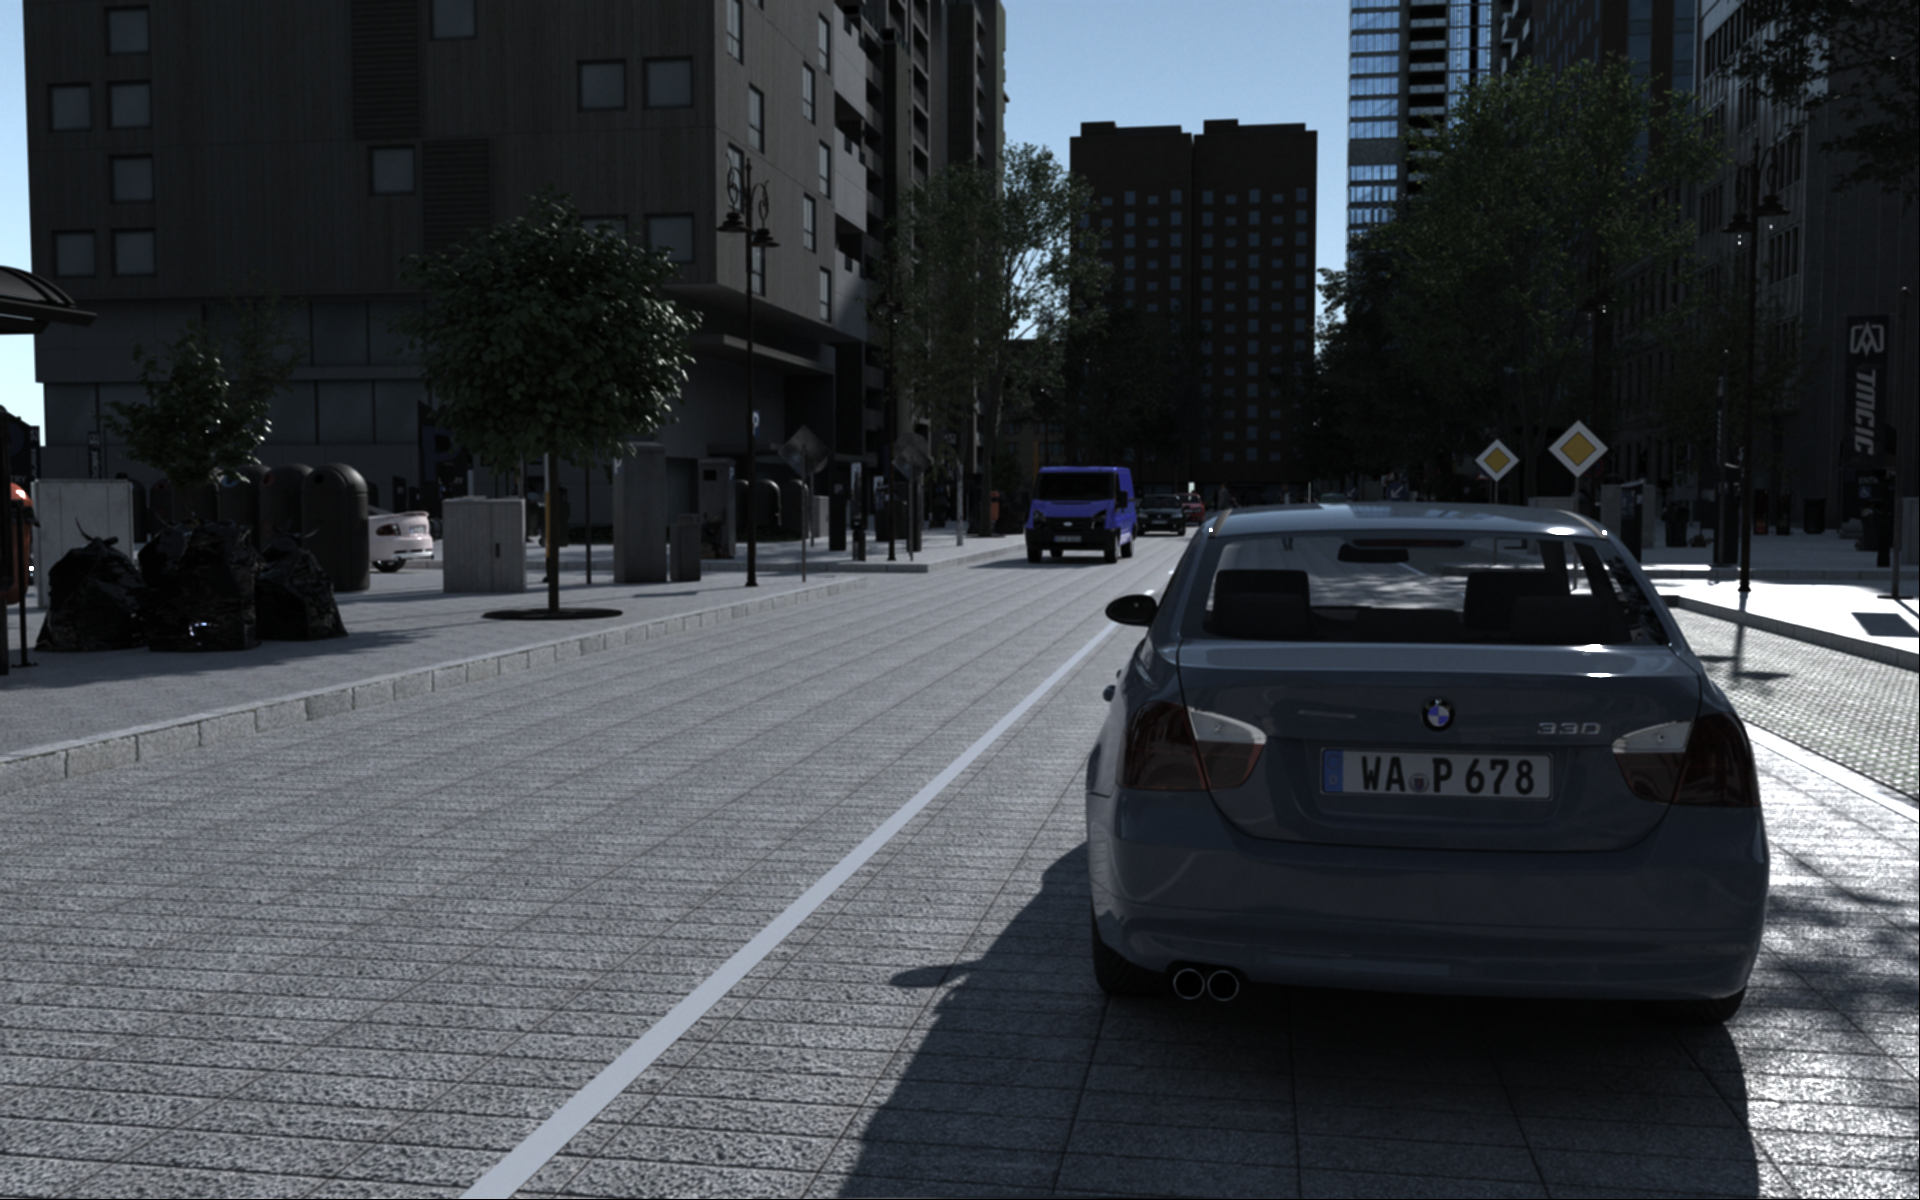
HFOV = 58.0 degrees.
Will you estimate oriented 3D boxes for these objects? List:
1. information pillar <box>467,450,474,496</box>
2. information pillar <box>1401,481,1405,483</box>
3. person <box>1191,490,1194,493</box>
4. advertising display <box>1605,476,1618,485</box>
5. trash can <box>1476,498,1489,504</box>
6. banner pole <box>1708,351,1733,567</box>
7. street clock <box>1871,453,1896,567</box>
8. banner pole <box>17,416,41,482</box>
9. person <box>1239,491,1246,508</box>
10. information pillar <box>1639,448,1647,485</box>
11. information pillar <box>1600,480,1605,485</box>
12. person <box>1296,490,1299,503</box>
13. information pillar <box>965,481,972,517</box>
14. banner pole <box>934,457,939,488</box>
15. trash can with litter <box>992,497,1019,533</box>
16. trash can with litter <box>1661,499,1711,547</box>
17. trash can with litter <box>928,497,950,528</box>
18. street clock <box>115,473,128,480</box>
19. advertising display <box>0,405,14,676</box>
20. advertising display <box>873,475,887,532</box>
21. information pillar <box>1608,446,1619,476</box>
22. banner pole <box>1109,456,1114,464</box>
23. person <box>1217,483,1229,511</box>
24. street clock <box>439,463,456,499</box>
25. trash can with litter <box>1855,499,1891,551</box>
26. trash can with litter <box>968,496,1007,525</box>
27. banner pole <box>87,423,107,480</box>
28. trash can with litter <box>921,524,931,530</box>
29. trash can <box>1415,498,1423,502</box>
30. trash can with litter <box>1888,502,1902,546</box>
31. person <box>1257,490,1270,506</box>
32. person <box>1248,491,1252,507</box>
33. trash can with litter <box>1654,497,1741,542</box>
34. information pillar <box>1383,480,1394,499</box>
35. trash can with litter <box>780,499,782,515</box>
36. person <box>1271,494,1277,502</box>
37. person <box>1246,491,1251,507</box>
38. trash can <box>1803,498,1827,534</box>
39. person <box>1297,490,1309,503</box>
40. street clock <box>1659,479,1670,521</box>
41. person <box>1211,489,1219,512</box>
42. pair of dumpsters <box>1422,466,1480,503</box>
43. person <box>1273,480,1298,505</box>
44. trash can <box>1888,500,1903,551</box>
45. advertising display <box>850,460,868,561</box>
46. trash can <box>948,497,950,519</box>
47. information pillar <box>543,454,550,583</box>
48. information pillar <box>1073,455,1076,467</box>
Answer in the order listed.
[{"bbox_3d":[-16.764,-4.128,58.847,0.504,3.616,0.183,0,4,4],"label":"information pillar"},{"bbox_3d":[24.539,-5.626,96.471,0.304,2.012,0.304,3,5,44],"label":"information pillar"},{"bbox_3d":[18.201,-7.677,134.708,0.721,1.739,1.217,1,4,18],"label":"person"},{"bbox_3d":[23.376,-3.485,62.192,0.123,1.923,0.974,3,5,40],"label":"advertising display"},{"bbox_3d":[19.292,-3.210,64.139,0.748,1.137,0.748,0,3,0],"label":"trash can"},{"bbox_3d":[13.439,-2.483,30.609,0.401,3.779,0.863,1,4,12],"label":"banner pole"},{"bbox_3d":[16.262,-1.582,30.437,0.471,2.002,0.358,2,4,34],"label":"street clock"},{"bbox_3d":[-30.052,-4.027,55.861,0.863,3.779,0.401,0,4,-5],"label":"banner pole"},{"bbox_3d":[24.128,-8.485,148.050,0.721,1.723,1.217,-1,4,-16],"label":"person"},{"bbox_3d":[34.969,-5.953,88.682,0.183,3.616,0.504,-1,4,-18],"label":"information pillar"},{"bbox_3d":[33.092,-5.175,89.098,0.304,2.012,0.304,0,4,-1],"label":"information pillar"},{"bbox_3d":[32.559,-9.697,167.053,0.705,1.823,1.348,1,4,9],"label":"person"},{"bbox_3d":[0.482,-5.702,97.719,0.304,2.012,0.304,-3,5,-42],"label":"information pillar"},{"bbox_3d":[-1.283,-6.835,101.766,0.401,3.779,0.863,-3,5,-41],"label":"banner pole"},{"bbox_3d":[1.500,-2.833,57.711,1.055,1.170,0.624,-2,4,-26],"label":"trash can with litter"},{"bbox_3d":[17.560,-1.866,41.890,1.055,1.170,0.624,0,4,5],"label":"trash can with litter"},{"bbox_3d":[-0.816,-3.361,66.341,0.624,1.170,1.055,1,4,17],"label":"trash can with litter"},{"bbox_3d":[-28.729,-3.354,59.415,0.471,2.002,0.358,3,5,39],"label":"street clock"},{"bbox_3d":[-7.195,-0.425,12.169,0.974,1.923,0.123,0,4,-8],"label":"advertising display"},{"bbox_3d":[-2.711,-3.272,58.708,0.123,1.923,0.974,-2,4,-25],"label":"advertising display"},{"bbox_3d":[31.698,-5.672,84.091,0.504,3.616,0.183,3,4,37],"label":"information pillar"},{"bbox_3d":[9.100,-6.982,104.170,0.401,3.779,0.863,-1,4,-17],"label":"banner pole"},{"bbox_3d":[8.593,-2.945,56.839,0.473,1.802,0.592,3,5,43],"label":"person"},{"bbox_3d":[-11.958,-2.194,40.448,0.358,2.002,0.471,-3,4,-36],"label":"street clock"},{"bbox_3d":[20.464,-1.691,39.037,0.624,1.170,1.055,0,4,7],"label":"trash can with litter"},{"bbox_3d":[1.410,-3.662,70.934,2.233,1.210,1.678,2,4,30],"label":"trash can with litter"},{"bbox_3d":[-30.187,-4.328,60.775,0.863,3.779,0.401,0,4,5],"label":"banner pole"},{"bbox_3d":[-1.495,-3.125,62.156,1.678,1.210,2.233,0,4,2],"label":"trash can with litter"},{"bbox_3d":[17.405,-3.260,64.953,0.748,1.137,0.748,0,3,0],"label":"trash can"},{"bbox_3d":[22.387,-1.799,40.795,1.055,1.170,0.624,-3,5,-43],"label":"trash can with litter"},{"bbox_3d":[27.644,-9.105,157.359,1.348,1.826,0.705,3,5,42],"label":"person"},{"bbox_3d":[26.713,-9.209,159.989,0.530,1.710,0.541,-1,4,-13],"label":"person"},{"bbox_3d":[19.980,-2.196,46.956,2.233,1.210,1.678,3,4,39],"label":"trash can with litter"},{"bbox_3d":[22.408,-5.245,90.241,0.304,2.012,0.304,-1,4,-22],"label":"information pillar"},{"bbox_3d":[-6.229,-2.746,56.283,0.624,1.170,1.055,3,5,41],"label":"trash can with litter"},{"bbox_3d":[27.593,-8.515,150.983,1.065,1.426,0.557,0,4,-3],"label":"person"},{"bbox_3d":[25.433,-8.785,152.861,0.721,1.735,1.217,2,4,28],"label":"person"},{"bbox_3d":[27.515,-2.698,55.762,0.748,1.137,0.748,0,3,0],"label":"trash can"},{"bbox_3d":[30.580,-8.961,155.023,1.348,1.823,0.705,2,4,29],"label":"person"},{"bbox_3d":[33.511,-4.764,82.454,0.471,2.002,0.358,1,4,15],"label":"street clock"},{"bbox_3d":[20.303,-7.899,137.670,0.705,1.821,1.348,-1,4,-15],"label":"person"},{"bbox_3d":[17.367,-3.594,61.258,1.574,2.255,4.437,1,4,10],"label":"pair of dumpsters"},{"bbox_3d":[8.299,-2.153,44.046,0.623,1.781,0.721,-1,4,-13],"label":"person"},{"bbox_3d":[21.443,-1.691,39.294,0.748,1.137,0.748,0,3,0],"label":"trash can"},{"bbox_3d":[-1.949,-1.723,33.382,0.123,1.923,0.974,-1,4,-16],"label":"advertising display"},{"bbox_3d":[-0.321,-4.742,89.185,0.748,1.137,0.748,0,3,0],"label":"trash can"},{"bbox_3d":[-5.954,-2.058,25.003,0.183,3.616,0.504,-1,4,-15],"label":"information pillar"},{"bbox_3d":[6.856,-6.864,103.585,0.183,3.616,0.504,1,4,19],"label":"information pillar"}]
